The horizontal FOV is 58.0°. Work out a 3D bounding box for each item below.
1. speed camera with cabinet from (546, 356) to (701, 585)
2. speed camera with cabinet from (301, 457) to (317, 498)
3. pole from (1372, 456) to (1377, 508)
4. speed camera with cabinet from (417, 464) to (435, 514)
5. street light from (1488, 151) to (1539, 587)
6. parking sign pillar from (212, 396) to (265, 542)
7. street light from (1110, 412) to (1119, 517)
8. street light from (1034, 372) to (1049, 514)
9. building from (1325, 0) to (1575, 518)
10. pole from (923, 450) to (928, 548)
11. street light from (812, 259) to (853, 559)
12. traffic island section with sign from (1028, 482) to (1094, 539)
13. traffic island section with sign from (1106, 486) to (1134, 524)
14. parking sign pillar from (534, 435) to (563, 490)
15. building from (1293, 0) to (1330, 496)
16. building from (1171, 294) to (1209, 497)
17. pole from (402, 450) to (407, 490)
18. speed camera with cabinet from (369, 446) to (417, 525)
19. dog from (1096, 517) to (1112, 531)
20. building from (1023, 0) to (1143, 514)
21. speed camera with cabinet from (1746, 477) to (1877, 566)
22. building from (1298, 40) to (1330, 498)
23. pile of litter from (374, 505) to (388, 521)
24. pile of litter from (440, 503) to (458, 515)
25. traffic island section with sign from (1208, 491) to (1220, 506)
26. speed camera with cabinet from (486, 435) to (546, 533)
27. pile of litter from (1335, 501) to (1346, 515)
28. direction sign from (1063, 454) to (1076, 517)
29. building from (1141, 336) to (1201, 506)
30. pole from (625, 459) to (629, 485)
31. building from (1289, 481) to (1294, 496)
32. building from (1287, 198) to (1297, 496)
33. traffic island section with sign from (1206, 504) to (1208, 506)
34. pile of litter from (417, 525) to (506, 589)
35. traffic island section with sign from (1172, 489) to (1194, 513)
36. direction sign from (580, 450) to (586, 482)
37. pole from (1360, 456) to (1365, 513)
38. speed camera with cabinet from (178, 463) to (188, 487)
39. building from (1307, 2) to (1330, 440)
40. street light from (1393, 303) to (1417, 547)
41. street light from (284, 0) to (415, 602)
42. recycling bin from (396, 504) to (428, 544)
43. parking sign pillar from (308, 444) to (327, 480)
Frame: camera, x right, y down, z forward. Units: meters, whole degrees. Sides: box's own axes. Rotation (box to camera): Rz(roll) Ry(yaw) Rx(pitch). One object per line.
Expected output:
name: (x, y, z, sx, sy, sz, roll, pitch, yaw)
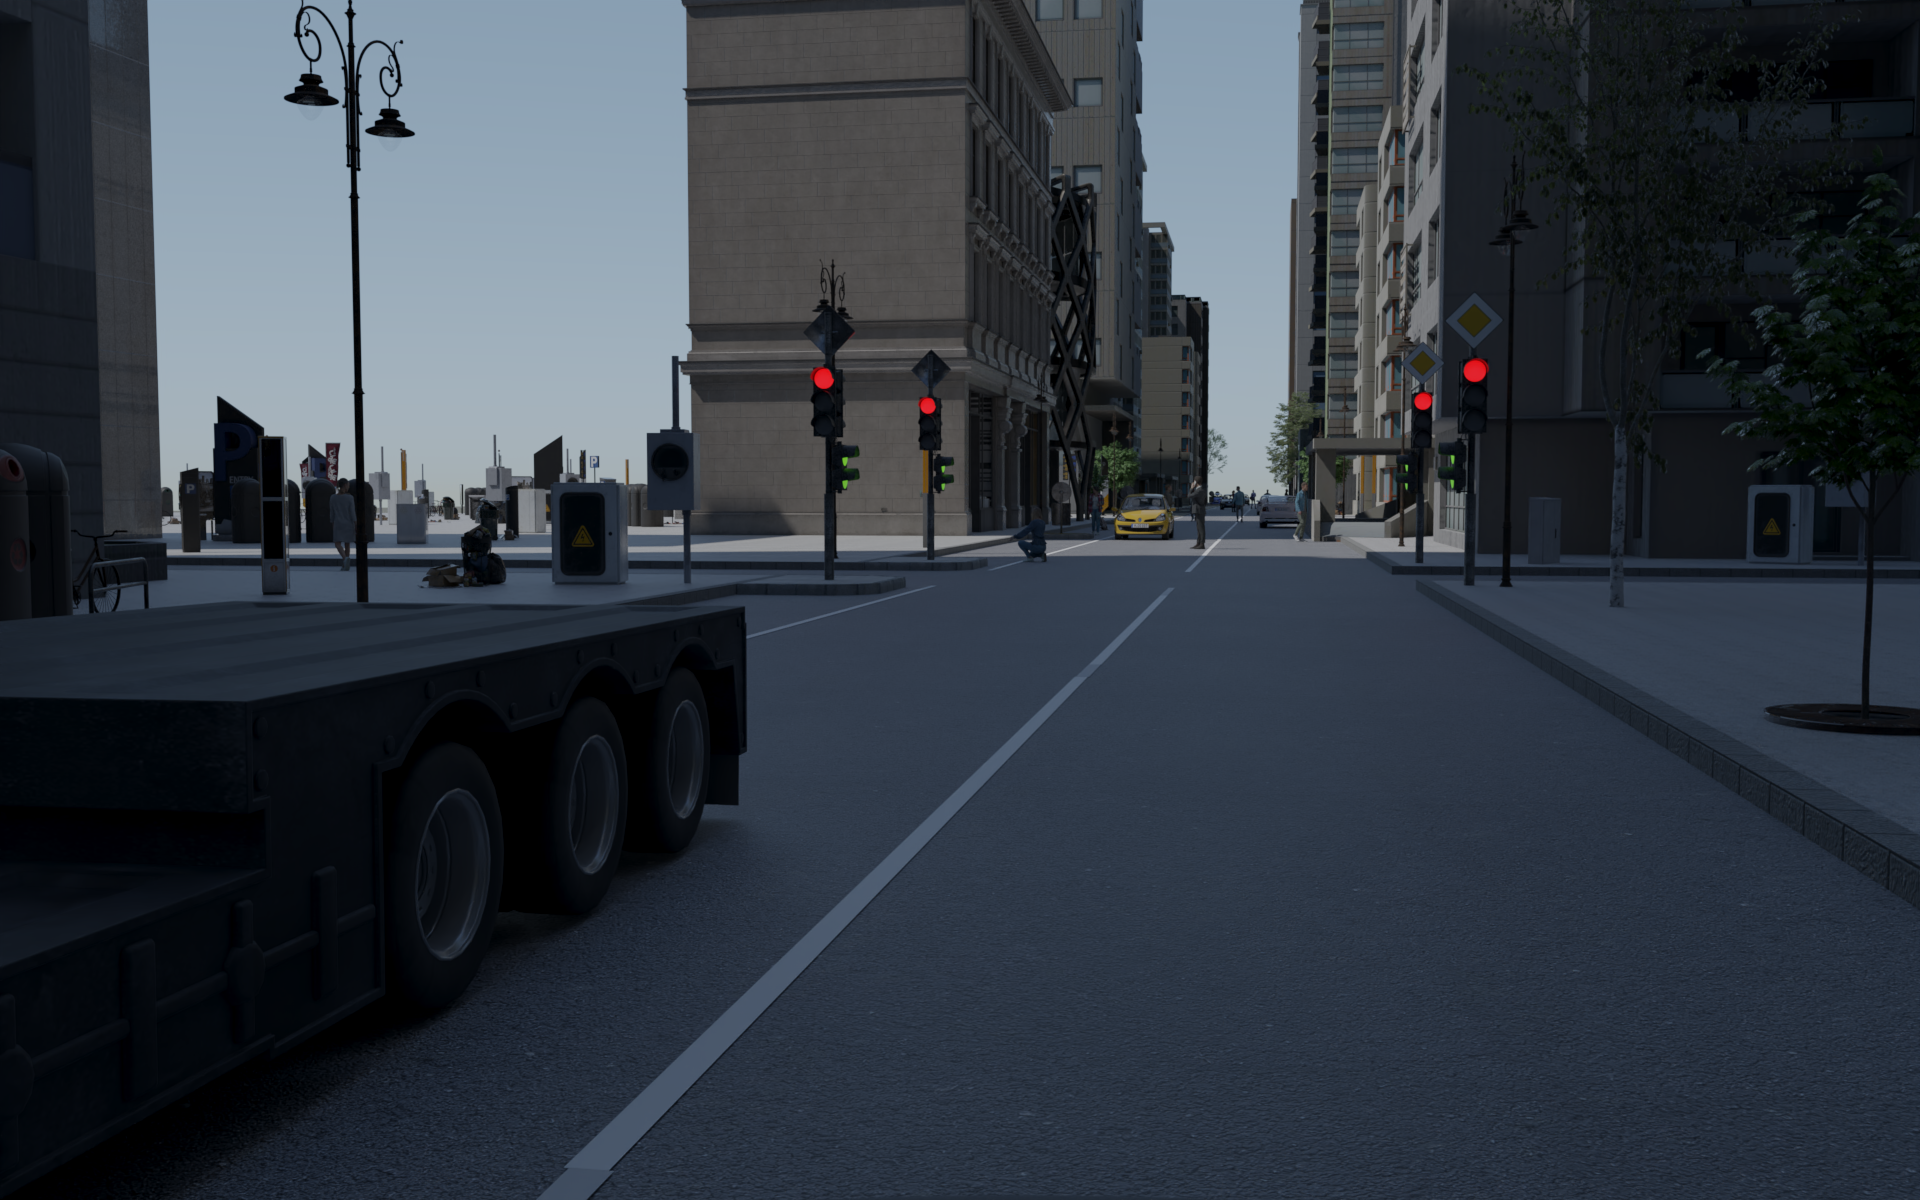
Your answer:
speed camera with cabinet: (-4.765, -1.857, 24.692, 2.038, 3.252, 0.660, 0, 4, 2)
speed camera with cabinet: (-35.115, -5.947, 91.565, 2.038, 3.252, 0.660, 0, 4, -4)
pole: (18.725, -5.165, 78.290, 0.158, 3.312, 0.155, 0, 3, 0)
speed camera with cabinet: (-35.099, -7.286, 113.455, 0.660, 3.252, 2.038, 0, 4, 4)
street light: (7.554, -3.119, 23.781, 0.468, 5.910, 1.993, 1, 4, 10)
parking sign pillar: (-19.709, -3.602, 47.366, 1.447, 3.967, 1.447, 0, 4, 8)
street light: (8.726, -7.656, 97.971, 0.468, 5.910, 1.993, 1, 4, 10)
street light: (3.094, -5.702, 66.008, 0.468, 5.910, 1.993, 1, 4, 10)
building: (31.051, -26.251, 112.791, 14.154, 41.232, 14.086, 1, 4, 10)
pole: (-0.788, -2.903, 41.308, 0.158, 3.312, 0.155, 0, 3, 0)
street light: (-2.502, -3.759, 34.255, 0.468, 5.910, 1.993, 1, 4, 10)
traffic island section with sign: (3.283, -2.881, 55.729, 1.989, 1.847, 2.006, 1, 4, 10)
traffic island section with sign: (8.012, -4.523, 82.571, 1.989, 1.847, 2.006, 1, 4, 10)
parking sign pillar: (-18.719, -5.527, 78.832, 1.447, 3.967, 1.447, -1, 4, -9)
building: (51.011, -40.719, 207.746, 21.231, 58.520, 28.212, 1, 4, 10)
building: (28.685, -29.295, 250.665, 14.160, 30.474, 14.107, 1, 4, 10)
pole: (-25.645, -5.267, 79.951, 0.158, 3.312, 0.155, 0, 3, 0)
speed camera with cabinet: (-23.807, -4.779, 72.474, 0.660, 3.252, 2.038, 2, 4, 24)
dog: (5.640, -3.144, 68.238, 0.800, 0.831, 0.513, 2, 4, 33)
building: (-1.222, -32.668, 123.355, 28.713, 52.752, 27.495, 1, 4, 10)
speed camera with cabinet: (15.443, -2.268, 31.418, 0.660, 3.252, 2.038, -3, 5, -42)
building: (43.613, -51.912, 161.425, 22.319, 86.520, 31.000, 1, 4, 10)
pile of litter: (-28.156, -4.269, 83.757, 1.176, 0.858, 1.719, 1, 4, 9)
pile of litter: (-32.045, -5.771, 108.322, 1.176, 0.858, 1.719, 1, 4, 20)
traffic island section with sign: (31.100, -12.540, 213.653, 1.989, 1.847, 2.006, 1, 4, 10)
speed camera with cabinet: (-14.751, -3.864, 57.515, 2.038, 3.252, 0.660, 2, 4, 24)
pile of litter: (22.894, -5.605, 105.604, 1.176, 0.858, 1.719, 0, 4, 6)
direction sign: (6.173, -6.461, 97.638, 0.876, 3.537, 0.379, 2, 4, 35)
building: (14.208, -22.141, 207.037, 27.650, 21.520, 28.899, 1, 4, 10)
pole: (-19.459, -6.573, 101.315, 0.158, 3.312, 0.155, 0, 3, 0)
building: (60.969, -33.097, 233.011, 32.217, 40.220, 23.993, 1, 4, 10)
building: (55.197, -36.913, 253.641, 14.600, 45.320, 14.200, 1, 4, 10)
traffic island section with sign: (21.371, -9.162, 158.433, 1.989, 1.847, 2.006, 1, 4, 10)
pile of litter: (-7.031, -0.632, 24.295, 1.176, 0.858, 1.719, 2, 4, 24)
traffic island section with sign: (16.693, -7.539, 131.885, 1.989, 1.847, 2.006, 1, 4, 10)
direction sign: (-19.394, -5.942, 89.153, 0.379, 3.537, 0.876, 0, 4, 2)
pole: (21.489, -6.033, 92.482, 0.158, 3.312, 0.155, 0, 3, 0)
speed camera with cabinet: (-49.743, -7.188, 111.854, 0.660, 3.252, 2.038, 0, 4, 1)
building: (38.309, -29.269, 133.174, 22.147, 44.769, 28.867, 1, 4, 10)
street light: (10.793, -4.243, 42.163, 0.468, 5.910, 1.993, 1, 4, 10)
street light: (-5.692, -2.664, 16.344, 0.468, 5.910, 1.993, 1, 4, 10)
recycling bin: (-14.195, -1.978, 44.899, 0.722, 1.027, 0.722, -1, 4, -11)
parking sign pillar: (-34.612, -6.446, 93.868, 1.447, 3.967, 1.447, 2, 4, 34)
